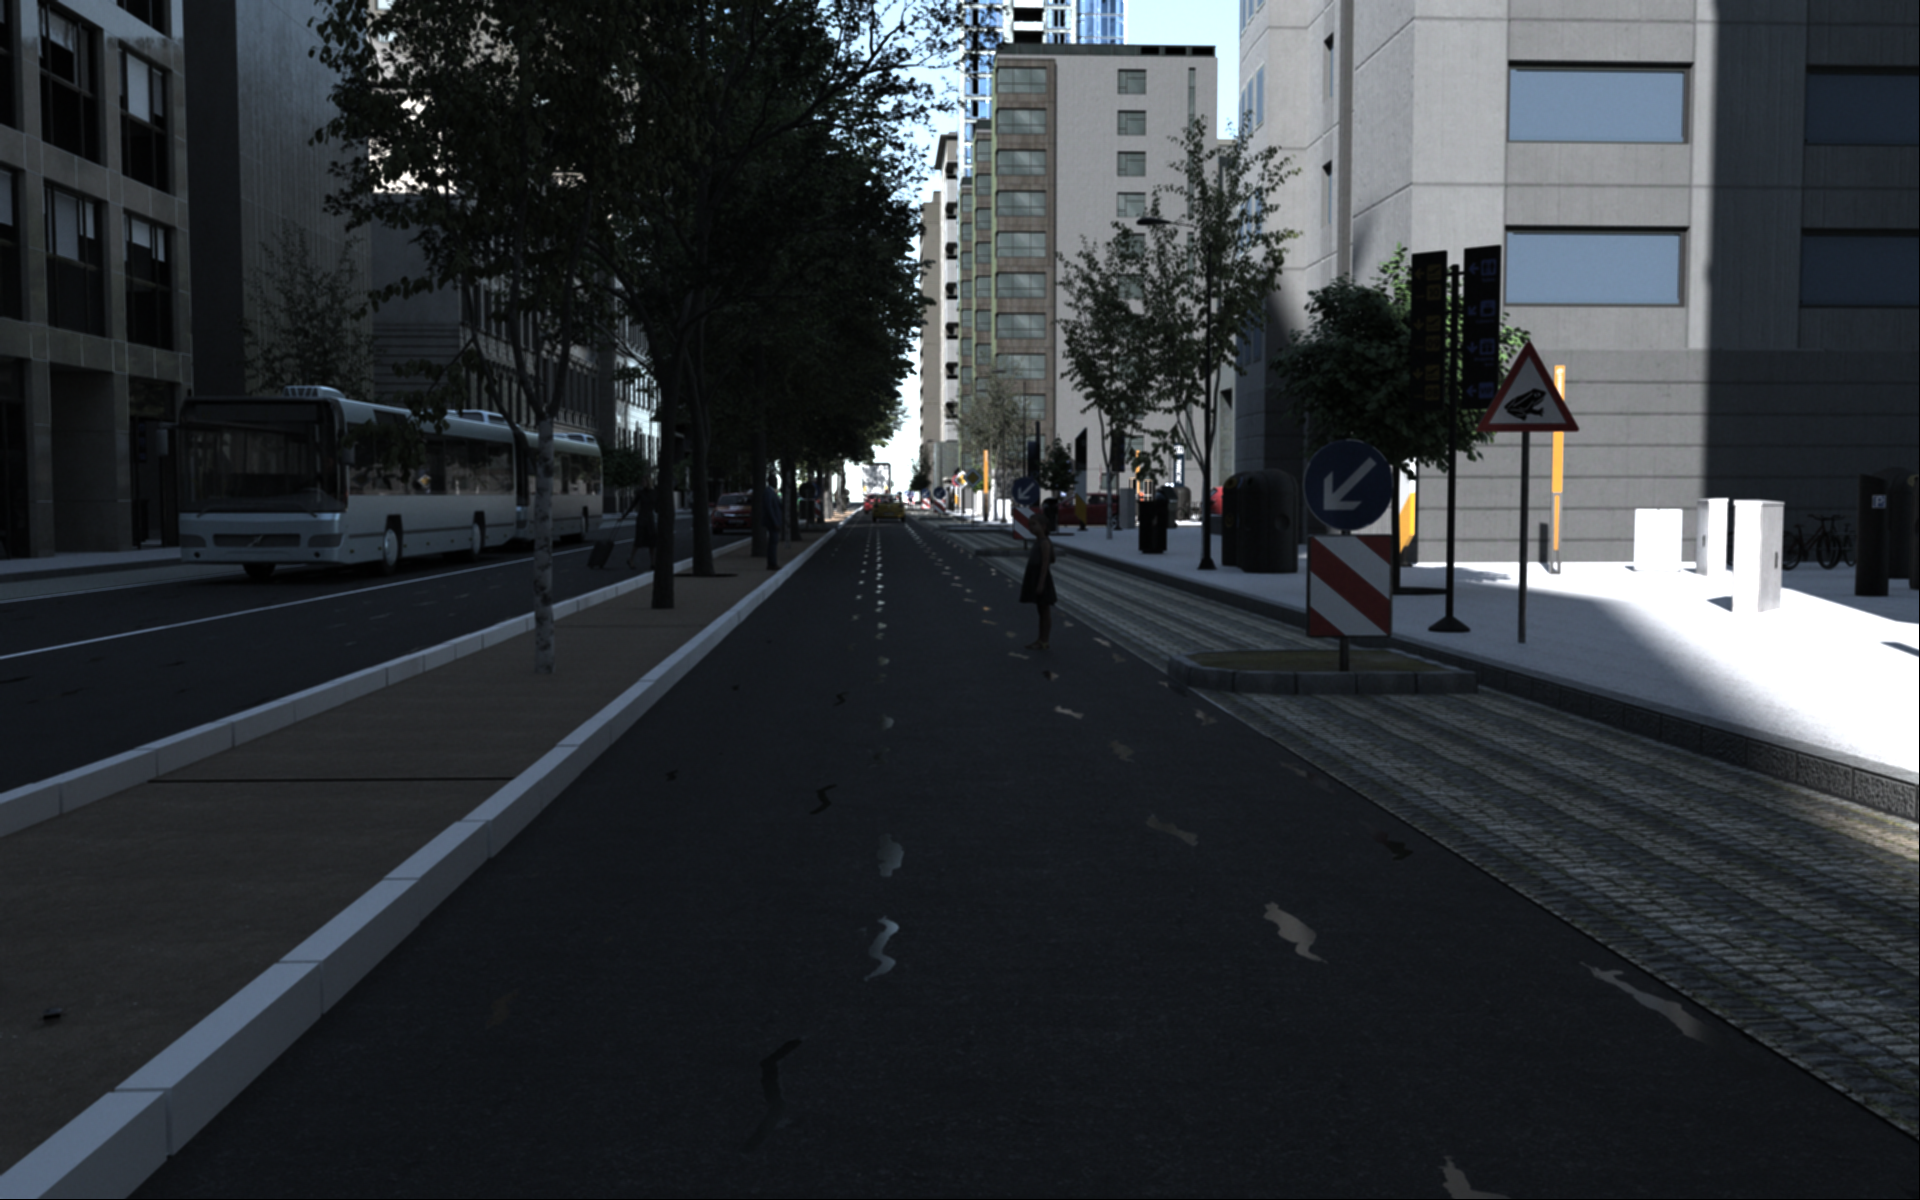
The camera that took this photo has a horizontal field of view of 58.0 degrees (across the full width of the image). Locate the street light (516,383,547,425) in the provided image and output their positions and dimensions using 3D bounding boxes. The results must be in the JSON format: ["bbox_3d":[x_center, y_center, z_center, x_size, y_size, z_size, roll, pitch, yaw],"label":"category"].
[{"bbox_3d":[-17.897,-6.096,72.214,1.470,5.913,1.316,0,4,-3],"label":"street light"}]

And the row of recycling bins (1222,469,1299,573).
[{"bbox_3d":[5.153,-1.379,29.660,1.069,1.692,3.534,0,4,1],"label":"row of recycling bins"}]

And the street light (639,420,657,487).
[{"bbox_3d":[-19.606,-8.347,109.014,1.470,5.913,1.316,0,4,-3],"label":"street light"}]

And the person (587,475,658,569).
[{"bbox_3d":[-6.358,-1.503,33.285,1.509,1.804,0.699,1,4,22],"label":"person"}]

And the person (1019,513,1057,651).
[{"bbox_3d":[0.712,-0.167,15.908,0.373,1.253,0.362,-1,4,-11],"label":"person"}]

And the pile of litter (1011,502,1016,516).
[{"bbox_3d":[3.269,-5.261,99.987,1.176,0.858,1.719,0,4,5],"label":"pile of litter"}]

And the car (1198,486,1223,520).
[{"bbox_3d":[12.091,-3.663,68.570,5.304,1.827,2.281,0,4,-3],"label":"car"}]

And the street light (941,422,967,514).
[{"bbox_3d":[-0.297,-8.555,112.413,1.470,5.913,1.316,0,4,-3],"label":"street light"}]

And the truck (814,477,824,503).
[{"bbox_3d":[-23.464,-18.192,286.349,2.839,4.237,11.283,0,4,-4],"label":"truck"}]

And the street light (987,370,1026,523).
[{"bbox_3d":[1.873,-5.647,64.867,1.470,5.913,1.316,0,4,-3],"label":"street light"}]

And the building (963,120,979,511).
[{"bbox_3d":[7.873,-22.354,137.195,14.160,30.474,14.107,0,4,-3],"label":"building"}]

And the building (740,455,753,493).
[{"bbox_3d":[-39.562,-36.148,245.649,22.147,44.769,28.867,0,4,-3],"label":"building"}]

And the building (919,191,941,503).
[{"bbox_3d":[4.529,-39.642,271.851,21.300,48.544,21.600,0,4,-3],"label":"building"}]

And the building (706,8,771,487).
[{"bbox_3d":[-41.136,-58.810,274.212,22.319,86.520,31.000,0,4,-3],"label":"building"}]

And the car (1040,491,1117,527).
[{"bbox_3d":[4.731,-3.642,68.579,4.494,1.783,2.155,0,4,-2],"label":"car"}]

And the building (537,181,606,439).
[{"bbox_3d":[-27.911,-16.229,101.498,11.583,22.565,21.152,0,4,-3],"label":"building"}]

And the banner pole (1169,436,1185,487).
[{"bbox_3d":[9.215,-5.149,74.206,0.863,3.779,0.401,1,4,16],"label":"banner pole"}]

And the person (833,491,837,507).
[{"bbox_3d":[-13.550,-11.046,189.198,1.348,1.812,0.705,-2,4,-24],"label":"person"}]

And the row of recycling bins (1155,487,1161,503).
[{"bbox_3d":[12.320,-5.919,103.892,1.069,1.692,3.534,0,4,-5],"label":"row of recycling bins"}]

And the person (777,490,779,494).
[{"bbox_3d":[-15.276,-8.304,144.692,0.534,1.772,0.576,-1,4,-19],"label":"person"}]

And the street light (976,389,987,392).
[{"bbox_3d":[1.406,-6.372,76.723,1.470,5.913,1.316,0,4,-3],"label":"street light"}]

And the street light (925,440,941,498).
[{"bbox_3d":[-2.265,-10.989,152.205,1.470,5.913,1.316,0,4,-3],"label":"street light"}]

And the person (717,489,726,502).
[{"bbox_3d":[-15.767,-6.497,115.077,0.716,1.782,0.532,-2,4,-26],"label":"person"}]

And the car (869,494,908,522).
[{"bbox_3d":[-3.708,-4.876,89.942,2.015,1.641,3.980,0,4,-3],"label":"car"}]

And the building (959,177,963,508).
[{"bbox_3d":[6.804,-23.779,160.482,14.160,30.474,14.107,0,4,-3],"label":"building"}]

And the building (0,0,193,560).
[{"bbox_3d":[-27.575,-13.452,24.455,19.350,26.468,34.151,0,4,-3],"label":"building"}]

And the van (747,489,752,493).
[{"bbox_3d":[-16.597,-8.170,140.582,2.013,2.044,4.112,0,4,-1],"label":"van"}]

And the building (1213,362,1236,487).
[{"bbox_3d":[28.730,-47.275,85.619,31.000,86.520,22.319,0,4,-3],"label":"building"}]

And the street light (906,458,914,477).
[{"bbox_3d":[-6.250,-16.060,235.123,1.470,5.913,1.316,0,4,-3],"label":"street light"}]

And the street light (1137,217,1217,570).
[{"bbox_3d":[3.664,-3.471,29.284,1.470,5.913,1.316,0,4,-3],"label":"street light"}]

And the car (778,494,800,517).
[{"bbox_3d":[-10.990,-6.148,109.322,1.959,1.807,4.718,0,4,-4],"label":"car"}]

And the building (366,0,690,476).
[{"bbox_3d":[-39.508,-34.871,159.375,28.713,52.752,27.495,0,4,-3],"label":"building"}]

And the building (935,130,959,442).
[{"bbox_3d":[11.085,-40.261,247.506,28.713,52.752,27.495,0,4,-3],"label":"building"}]

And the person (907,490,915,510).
[{"bbox_3d":[-4.255,-8.793,152.127,0.709,1.838,0.599,2,4,27],"label":"person"}]

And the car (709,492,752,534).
[{"bbox_3d":[-8.025,-3.292,62.870,2.155,1.783,4.494,0,4,-5],"label":"car"}]

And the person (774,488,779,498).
[{"bbox_3d":[-10.506,-5.470,97.732,0.655,1.846,0.447,1,4,22],"label":"person"}]

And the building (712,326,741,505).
[{"bbox_3d":[-34.273,-26.843,210.586,14.160,30.474,14.107,0,4,-3],"label":"building"}]

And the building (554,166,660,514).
[{"bbox_3d":[-28.737,-20.010,124.425,12.463,27.353,25.104,0,4,-3],"label":"building"}]

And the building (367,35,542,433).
[{"bbox_3d":[-26.223,-14.231,81.830,9.793,20.994,18.267,0,4,-3],"label":"building"}]

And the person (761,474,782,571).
[{"bbox_3d":[-3.518,-1.455,32.476,0.419,1.800,0.721,-1,4,-9],"label":"person"}]

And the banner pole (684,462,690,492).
[{"bbox_3d":[-21.551,-8.956,136.455,0.401,3.779,0.863,2,4,33],"label":"banner pole"}]

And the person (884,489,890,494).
[{"bbox_3d":[-5.456,-7.441,130.140,0.580,1.828,0.573,1,4,21],"label":"person"}]

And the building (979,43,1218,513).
[{"bbox_3d":[8.956,-21.006,115.155,14.160,30.474,14.107,0,4,-3],"label":"building"}]

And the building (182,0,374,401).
[{"bbox_3d":[-35.232,-14.387,54.287,30.058,24.678,14.314,0,4,-3],"label":"building"}]

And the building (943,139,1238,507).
[{"bbox_3d":[14.505,-29.829,179.588,32.217,40.220,23.993,0,4,-3],"label":"building"}]

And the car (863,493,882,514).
[{"bbox_3d":[-5.980,-7.101,125.142,2.155,1.783,4.494,0,4,-1],"label":"car"}]

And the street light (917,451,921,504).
[{"bbox_3d":[-3.972,-13.181,188.044,1.470,5.913,1.316,0,4,-3],"label":"street light"}]

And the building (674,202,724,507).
[{"bbox_3d":[-37.576,-32.630,188.118,22.147,44.769,28.867,0,4,-3],"label":"building"}]

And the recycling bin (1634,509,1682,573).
[{"bbox_3d":[11.556,-0.986,28.683,0.722,1.027,0.722,1,4,22],"label":"recycling bin"}]

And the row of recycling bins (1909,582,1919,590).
[{"bbox_3d":[14.515,-0.958,22.769,3.534,1.692,1.069,1,4,16],"label":"row of recycling bins"}]

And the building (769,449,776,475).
[{"bbox_3d":[-39.192,-39.635,298.146,14.600,45.320,14.200,0,4,-3],"label":"building"}]

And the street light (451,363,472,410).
[{"bbox_3d":[-17.245,-5.397,60.778,1.470,5.913,1.316,0,4,-3],"label":"street light"}]

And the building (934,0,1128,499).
[{"bbox_3d":[8.511,-54.599,205.365,22.319,86.520,31.000,0,4,-3],"label":"building"}]

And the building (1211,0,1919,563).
[{"bbox_3d":[18.138,-30.764,44.992,21.231,58.520,28.212,0,4,-3],"label":"building"}]

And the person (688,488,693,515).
[{"bbox_3d":[-17.976,-6.627,116.689,0.795,1.843,0.661,3,4,38],"label":"person"}]

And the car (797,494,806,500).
[{"bbox_3d":[-18.998,-11.748,203.882,2.131,1.459,4.920,0,4,-3],"label":"car"}]

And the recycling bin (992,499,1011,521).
[{"bbox_3d":[1.954,-4.255,82.118,0.722,1.027,0.722,-1,4,-21],"label":"recycling bin"}]

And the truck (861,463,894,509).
[{"bbox_3d":[-7.609,-10.420,159.273,2.839,4.237,11.283,0,4,-1],"label":"truck"}]

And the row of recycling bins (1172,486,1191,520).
[{"bbox_3d":[10.842,-4.809,85.733,1.069,1.692,3.534,0,4,4],"label":"row of recycling bins"}]

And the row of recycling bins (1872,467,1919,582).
[{"bbox_3d":[15.645,-1.175,26.320,3.534,1.692,1.069,1,4,11],"label":"row of recycling bins"}]
